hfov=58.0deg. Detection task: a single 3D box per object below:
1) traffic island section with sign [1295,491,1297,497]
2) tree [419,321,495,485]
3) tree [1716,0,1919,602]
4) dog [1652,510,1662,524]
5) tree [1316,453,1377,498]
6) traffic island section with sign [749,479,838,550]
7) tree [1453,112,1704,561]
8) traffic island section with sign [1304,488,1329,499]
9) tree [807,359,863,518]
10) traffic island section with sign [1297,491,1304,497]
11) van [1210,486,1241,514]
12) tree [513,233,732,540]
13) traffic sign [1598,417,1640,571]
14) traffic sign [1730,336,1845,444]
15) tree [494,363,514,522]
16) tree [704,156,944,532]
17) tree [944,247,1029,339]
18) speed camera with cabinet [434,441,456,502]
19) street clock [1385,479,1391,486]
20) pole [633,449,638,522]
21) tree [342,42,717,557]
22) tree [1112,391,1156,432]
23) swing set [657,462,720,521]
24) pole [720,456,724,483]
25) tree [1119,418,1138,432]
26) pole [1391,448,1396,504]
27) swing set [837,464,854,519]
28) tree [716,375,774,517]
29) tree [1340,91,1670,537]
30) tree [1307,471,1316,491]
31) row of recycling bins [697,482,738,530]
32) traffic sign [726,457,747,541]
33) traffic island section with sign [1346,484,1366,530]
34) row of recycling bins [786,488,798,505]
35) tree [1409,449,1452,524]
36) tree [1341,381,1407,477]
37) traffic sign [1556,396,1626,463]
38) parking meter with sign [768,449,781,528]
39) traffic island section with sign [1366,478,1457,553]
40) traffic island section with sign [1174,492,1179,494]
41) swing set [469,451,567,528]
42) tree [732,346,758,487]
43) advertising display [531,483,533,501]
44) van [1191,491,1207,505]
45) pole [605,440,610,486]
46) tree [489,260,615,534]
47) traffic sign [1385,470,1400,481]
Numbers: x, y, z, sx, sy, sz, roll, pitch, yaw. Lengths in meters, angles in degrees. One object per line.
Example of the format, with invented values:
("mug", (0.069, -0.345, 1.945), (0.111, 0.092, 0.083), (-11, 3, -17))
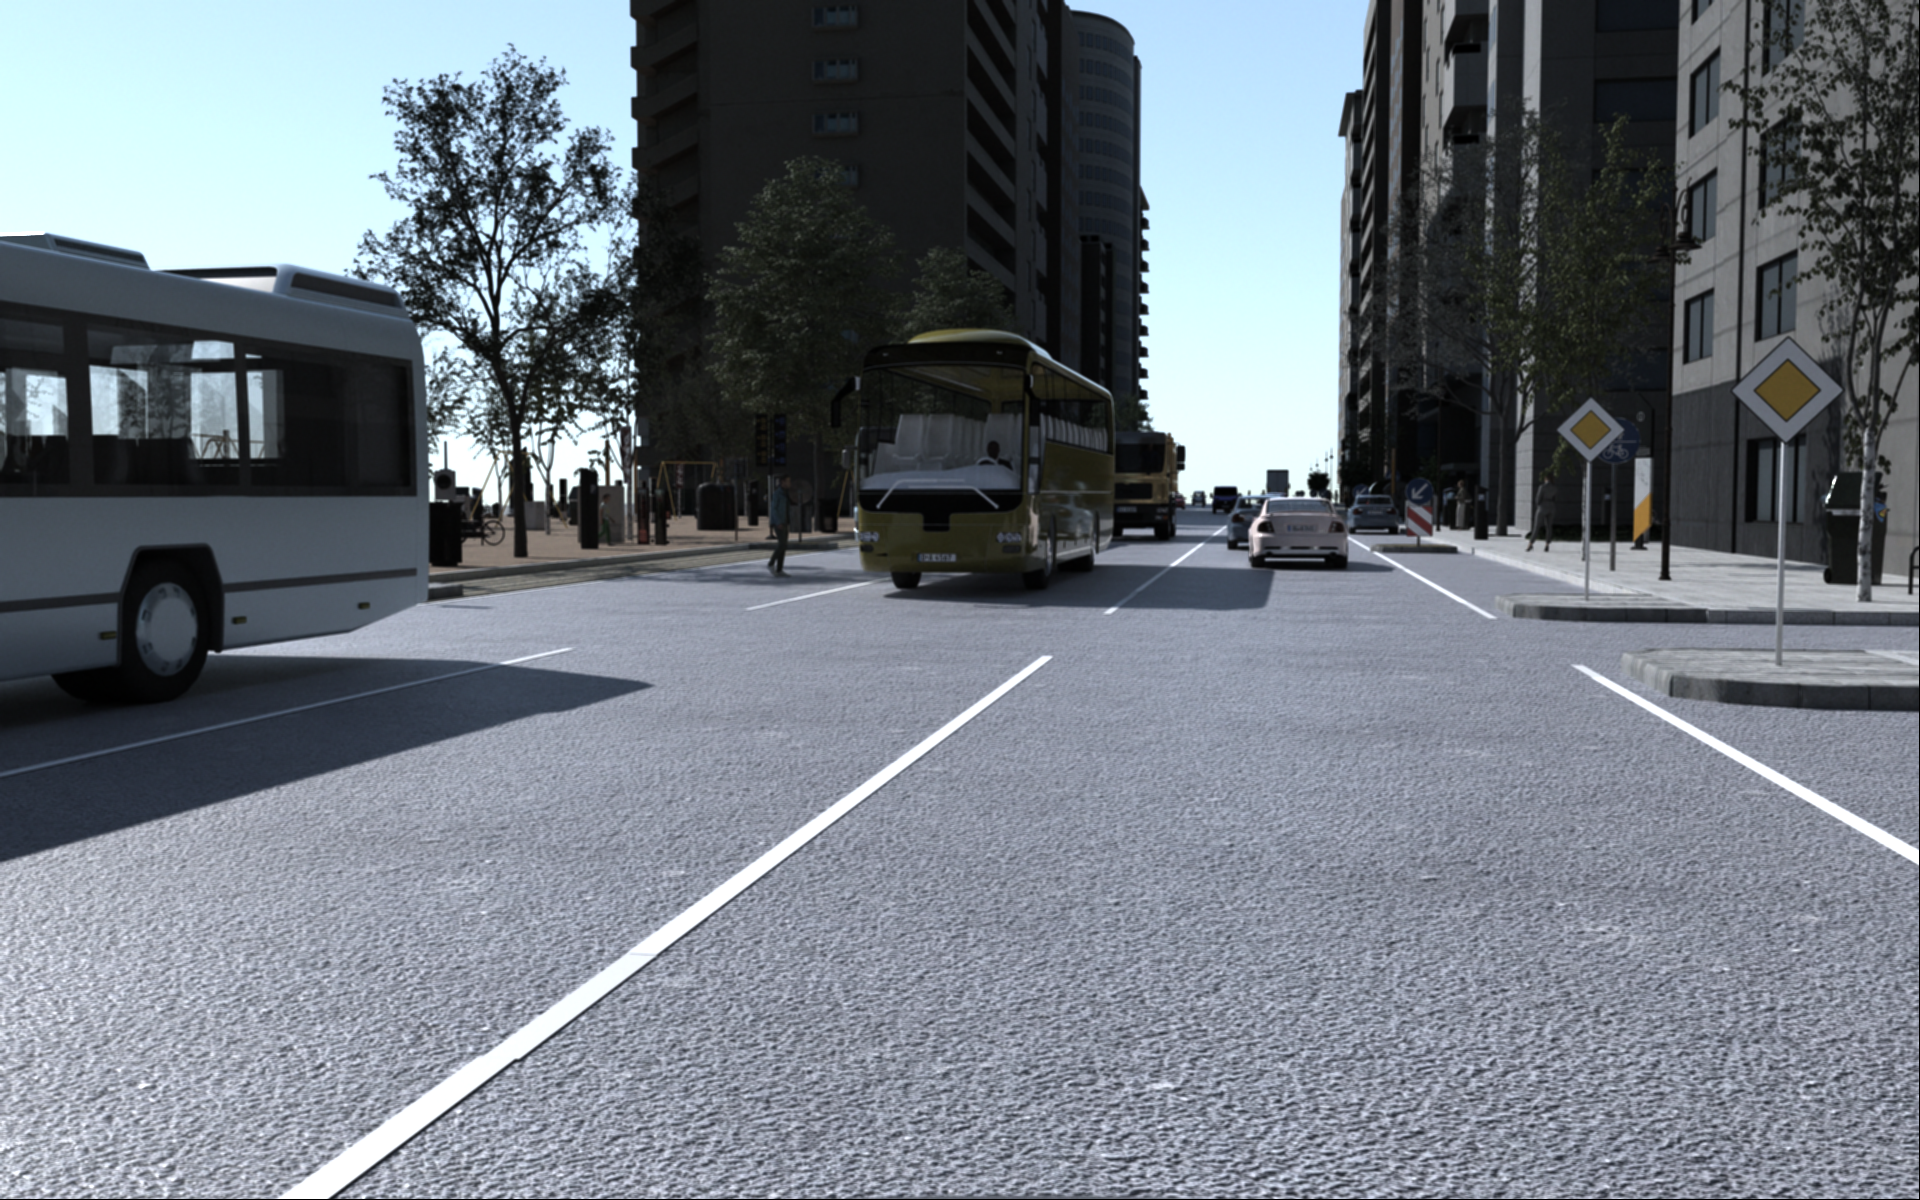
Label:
("traffic island section with sign", (39.299, -11.687, 199.714), (1.989, 1.847, 2.006), (1, 4, 10))
("tree", (-21.107, -7.158, 67.401), (4.360, 8.622, 3.978), (0, 3, 0))
("tree", (11.024, -4.283, 20.396), (4.360, 8.622, 3.978), (0, 3, 0))
("dog", (20.413, -2.213, 50.556), (0.513, 0.831, 0.800), (0, 4, 3))
("tree", (31.603, -9.419, 137.707), (4.285, 4.588, 4.351), (0, 3, 0))
("traffic island section with sign", (-4.258, -2.232, 45.122), (1.989, 1.847, 2.006), (1, 4, 10))
("tree", (11.797, -5.061, 33.117), (4.737, 8.622, 4.395), (0, 3, 0))
("traffic island section with sign", (24.822, -6.743, 118.881), (1.989, 1.847, 2.006), (1, 4, 10))
("tree", (-6.136, -8.785, 93.990), (4.737, 8.622, 4.395), (0, 3, 0))
("traffic island section with sign", (29.568, -8.366, 145.416), (1.989, 1.847, 2.006), (1, 4, 10))
("van", (19.758, -7.615, 128.882), (2.240, 2.365, 5.245), (1, 4, 9))
("tree", (-9.450, -5.998, 48.430), (4.360, 8.622, 3.978), (0, 3, 0))
("traffic sign", (10.911, -1.760, 28.884), (0.768, 2.556, 0.104), (1, 4, 13))
("traffic sign", (6.138, -0.653, 12.863), (0.795, 2.593, 0.064), (1, 4, 10))
("tree", (-21.459, -7.939, 80.159), (4.360, 8.622, 3.978), (0, 3, 0))
("tree", (-5.248, -8.621, 59.074), (7.486, 12.596, 7.792), (0, 3, 0))
("tree", (-0.293, -9.909, 80.146), (7.486, 12.596, 7.792), (0, 3, 0))
("speed camera with cabinet", (-19.782, -4.272, 64.184), (2.038, 3.252, 0.660), (0, 4, -6))
("street clock", (20.677, -4.820, 83.382), (0.358, 2.002, 0.471), (-2, 4, -24))
("pole", (-14.785, -5.205, 78.938), (0.158, 3.312, 0.155), (0, 3, 0))
("tree", (-8.849, -6.163, 35.175), (8.767, 10.594, 7.601), (0, 4, 7))
("tree", (16.067, -15.182, 173.978), (9.928, 11.665, 9.643), (0, 3, 0))
("swing set", (-13.315, -5.322, 84.639), (3.119, 2.851, 2.862), (-2, 4, -34))
("pole", (-12.185, -5.791, 88.529), (0.158, 3.312, 0.155), (0, 3, 0))
("tree", (14.934, -13.090, 164.386), (4.737, 8.622, 4.395), (0, 3, 0))
("pole", (19.271, -5.087, 77.008), (0.158, 3.312, 0.155), (0, 3, 0))
("swing set", (-4.321, -5.607, 89.302), (3.119, 2.851, 2.862), (2, 4, 23))
("tree", (-12.131, -9.034, 98.074), (4.737, 8.622, 4.395), (0, 3, 0))
("tree", (16.601, -8.682, 52.320), (12.009, 13.543, 11.850), (0, 3, 0))
("tree", (45.989, -14.591, 222.277), (4.285, 4.588, 4.351), (0, 3, 0))
("row of recycling bins", (-8.826, -3.409, 62.856), (1.069, 1.692, 3.534), (0, 4, 6))
("traffic sign", (-6.130, -2.770, 47.423), (0.606, 2.300, 0.079), (1, 4, 14))
("traffic island section with sign", (16.047, -3.750, 69.936), (1.989, 1.847, 2.006), (1, 4, 10))
("row of recycling bins", (-8.778, -4.804, 85.650), (1.069, 1.692, 3.534), (-1, 4, -17))
("tree", (20.348, -4.879, 74.372), (1.663, 3.219, 1.824), (0, 3, 0))
("tree", (26.807, -9.849, 111.390), (4.737, 8.622, 4.395), (0, 3, 0))
("traffic sign", (7.546, -1.134, 20.723), (0.795, 2.593, 0.064), (1, 4, 10))
("parking meter with sign", (-6.953, -4.224, 65.317), (0.543, 3.016, 1.738), (-1, 4, -22))
("traffic island section with sign", (11.216, -2.099, 42.947), (1.989, 1.847, 2.006), (1, 4, 10))
("traffic island section with sign", (28.763, -13.512, 229.550), (1.989, 1.847, 2.006), (1, 4, 10))
("swing set", (-16.369, -4.067, 64.122), (2.862, 2.851, 3.119), (0, 4, 7))
("tree", (-10.165, -7.570, 74.137), (4.360, 8.622, 3.978), (0, 3, 0))
("advertising display", (-24.923, -5.805, 100.126), (0.123, 1.923, 0.974), (1, 4, 11))
("van", (30.344, -13.018, 219.863), (2.013, 2.044, 4.112), (1, 4, 10))
("pole", (-13.295, -4.375, 65.368), (0.158, 3.312, 0.155), (0, 3, 0))
("tree", (-13.070, -6.400, 54.994), (4.737, 8.622, 4.395), (0, 3, 0))
("traffic sign", (22.264, -5.447, 89.162), (0.768, 2.556, 0.104), (1, 4, 12))
